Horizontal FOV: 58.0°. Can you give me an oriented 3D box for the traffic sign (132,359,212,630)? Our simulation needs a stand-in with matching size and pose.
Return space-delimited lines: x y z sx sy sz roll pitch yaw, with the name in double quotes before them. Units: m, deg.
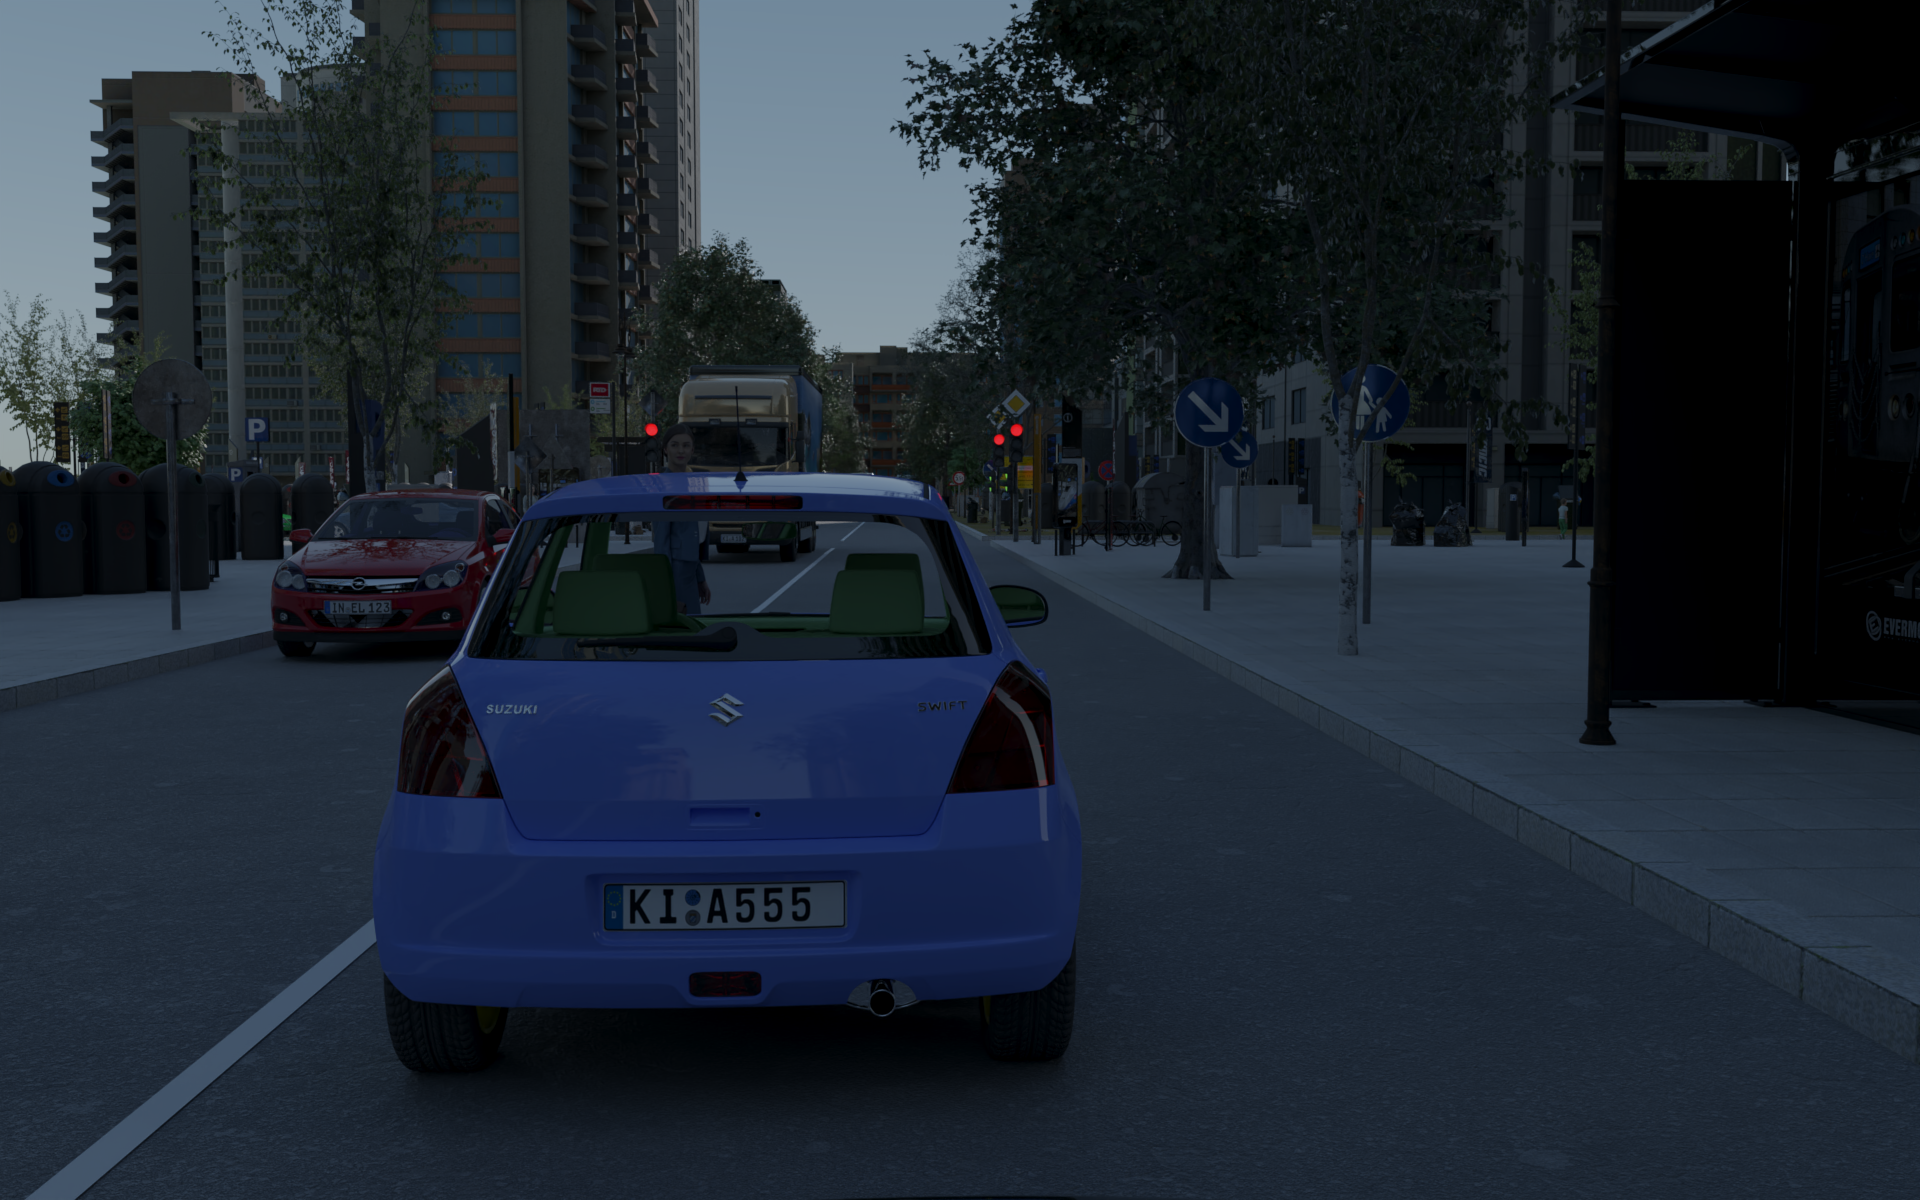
"traffic sign" -7.416 -0.991 16.314 0.768 2.556 0.104 0 4 3

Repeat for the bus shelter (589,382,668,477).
"bus shelter" -12.268 -5.328 64.743 2.179 5.291 8.768 0 4 -2

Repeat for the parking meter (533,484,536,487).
"parking meter" -19.701 -4.525 79.703 0.399 1.863 0.255 3 5 40

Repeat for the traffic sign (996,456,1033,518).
"traffic sign" 3.021 -5.983 91.693 2.265 3.308 0.079 0 4 3

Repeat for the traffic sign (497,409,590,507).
"traffic sign" -10.017 -2.924 41.683 2.265 3.308 0.079 0 4 5

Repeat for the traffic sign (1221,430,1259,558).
"traffic sign" 5.555 -2.107 34.554 0.768 2.556 0.104 0 3 0

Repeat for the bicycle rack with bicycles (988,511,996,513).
"bicycle rack with bicycles" 3.216 -6.260 115.734 2.852 0.926 2.925 1 4 22

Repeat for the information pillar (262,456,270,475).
"information pillar" -42.873 -7.076 107.054 0.504 3.616 0.183 1 4 8

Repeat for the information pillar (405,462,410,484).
"information pillar" -40.877 -8.364 128.104 0.504 3.616 0.183 3 5 40

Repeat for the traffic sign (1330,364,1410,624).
"traffic sign" 4.022 -1.037 17.060 0.768 2.556 0.104 0 4 7

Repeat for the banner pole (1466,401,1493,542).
"banner pole" 13.945 -3.469 46.733 0.863 3.779 0.401 1 4 11

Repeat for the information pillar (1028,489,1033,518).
"information pillar" 3.847 -5.379 92.443 0.304 2.012 0.304 -3 5 -41

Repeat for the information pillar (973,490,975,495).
"information pillar" 1.003 -8.374 128.276 0.183 3.616 0.504 2 4 28

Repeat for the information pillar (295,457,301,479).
"information pillar" -41.501 -7.175 108.669 0.504 3.616 0.183 2 4 35

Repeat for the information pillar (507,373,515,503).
"information pillar" -8.764 -2.598 33.831 0.183 3.616 0.504 -1 4 -19

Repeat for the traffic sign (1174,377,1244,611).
"traffic sign" 2.719 -1.156 19.000 0.768 2.556 0.104 0 4 1

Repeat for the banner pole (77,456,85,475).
"banner pole" -57.929 -7.596 114.217 0.401 3.779 0.863 1 4 15

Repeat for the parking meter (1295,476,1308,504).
"parking meter" 11.137 -3.107 56.511 0.399 1.863 0.255 0 4 4

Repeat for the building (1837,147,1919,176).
"building" 57.624 -32.843 78.984 28.212 58.520 21.231 0 4 -2

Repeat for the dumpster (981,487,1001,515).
"dumpster" 1.972 -6.327 109.206 1.264 1.857 1.865 0 4 -2

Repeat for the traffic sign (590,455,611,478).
"traffic sign" -11.805 -3.464 56.742 0.768 2.556 0.104 0 4 3

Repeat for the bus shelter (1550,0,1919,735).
"bus shelter" 4.474 -0.983 7.357 1.731 3.624 6.357 0 4 -2

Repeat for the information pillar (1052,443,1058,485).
"information pillar" 4.440 -5.440 80.296 0.183 3.616 0.504 -2 4 -27

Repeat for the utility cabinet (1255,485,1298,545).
"utility cabinet" 7.808 -2.110 43.183 1.173 1.500 0.318 -1 4 -11

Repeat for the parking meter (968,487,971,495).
"parking meter" 0.654 -6.135 106.010 0.255 1.863 0.399 0 4 -7

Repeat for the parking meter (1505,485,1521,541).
"parking meter" 15.217 -2.400 47.650 0.372 1.533 0.369 0 3 0

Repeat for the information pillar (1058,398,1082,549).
"information pillar" 2.597 -3.002 40.435 0.504 3.616 0.183 0 4 7

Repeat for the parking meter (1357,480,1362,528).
"parking meter" 14.761 -3.605 64.657 0.399 1.863 0.255 3 4 37

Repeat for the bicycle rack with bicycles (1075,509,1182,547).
"bicycle rack with bicycles" 4.083 -1.806 42.910 2.925 0.926 2.852 0 4 6

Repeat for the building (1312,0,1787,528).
"building" 25.329 -38.931 74.771 20.611 71.187 20.563 0 4 -2

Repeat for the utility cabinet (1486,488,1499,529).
"utility cabinet" 19.730 -3.370 63.784 0.318 1.500 1.173 3 4 36

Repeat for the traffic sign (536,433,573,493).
"traffic sign" -8.645 -2.245 36.702 0.884 2.594 0.081 0 4 0

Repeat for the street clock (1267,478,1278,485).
"street clock" 14.160 -4.521 78.493 0.471 2.002 0.358 0 4 -2

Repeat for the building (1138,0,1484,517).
"building" 22.151 -41.616 118.678 20.563 71.187 20.611 0 4 -2

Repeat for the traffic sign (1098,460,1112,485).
"traffic sign" 5.597 -3.995 65.425 0.768 2.556 0.104 0 4 0

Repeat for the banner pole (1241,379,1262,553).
"banner pole" 6.305 -2.932 37.955 0.401 3.779 0.863 -1 4 -21

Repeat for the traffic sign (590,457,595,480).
"traffic sign" -12.765 -3.653 59.837 0.768 2.556 0.104 0 4 5

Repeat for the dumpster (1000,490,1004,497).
"dumpster" 3.599 -7.261 121.207 1.502 2.255 1.985 0 4 -2

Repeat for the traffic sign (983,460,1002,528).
"traffic sign" 1.234 -3.943 64.580 0.768 2.556 0.104 0 4 0

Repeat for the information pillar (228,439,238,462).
"information pillar" -30.877 -5.033 73.649 0.504 3.616 0.183 2 4 25

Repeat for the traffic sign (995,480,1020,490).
"traffic sign" 2.946 -7.325 113.629 2.265 3.308 0.079 0 4 2

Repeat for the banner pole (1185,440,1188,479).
"banner pole" 9.471 -4.967 71.228 0.401 3.779 0.863 -3 4 -37

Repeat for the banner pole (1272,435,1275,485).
"banner pole" 13.335 -5.120 73.732 0.401 3.779 0.863 1 4 9

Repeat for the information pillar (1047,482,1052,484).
"information pillar" 5.538 -6.246 106.618 0.304 2.012 0.304 1 4 20

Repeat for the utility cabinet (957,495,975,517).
"utility cabinet" 0.355 -5.375 99.048 1.020 1.237 0.306 0 4 4

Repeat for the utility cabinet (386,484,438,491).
"utility cabinet" -12.375 -1.857 39.047 1.173 1.500 0.318 -3 4 -38

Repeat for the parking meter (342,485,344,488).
"parking meter" -36.347 -5.919 102.480 0.399 1.863 0.255 0 4 3

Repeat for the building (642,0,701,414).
"building" -38.100 -45.316 179.160 20.611 71.187 20.563 0 4 -2

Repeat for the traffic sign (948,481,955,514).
"traffic sign" -0.326 -6.725 109.964 0.884 2.594 0.081 0 4 6

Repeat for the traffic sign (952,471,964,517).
"traffic sign" -0.037 -5.915 96.818 0.768 2.556 0.104 0 4 6

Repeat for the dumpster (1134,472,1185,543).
"dumpster" 5.402 -2.489 46.450 1.264 1.857 1.865 0 4 -2

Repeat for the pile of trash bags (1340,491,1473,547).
"pile of trash bags" 11.153 -2.056 43.375 3.447 1.369 1.912 3 4 36

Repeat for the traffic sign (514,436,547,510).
"traffic sign" -8.616 -2.040 34.541 0.795 2.450 0.064 0 4 4
